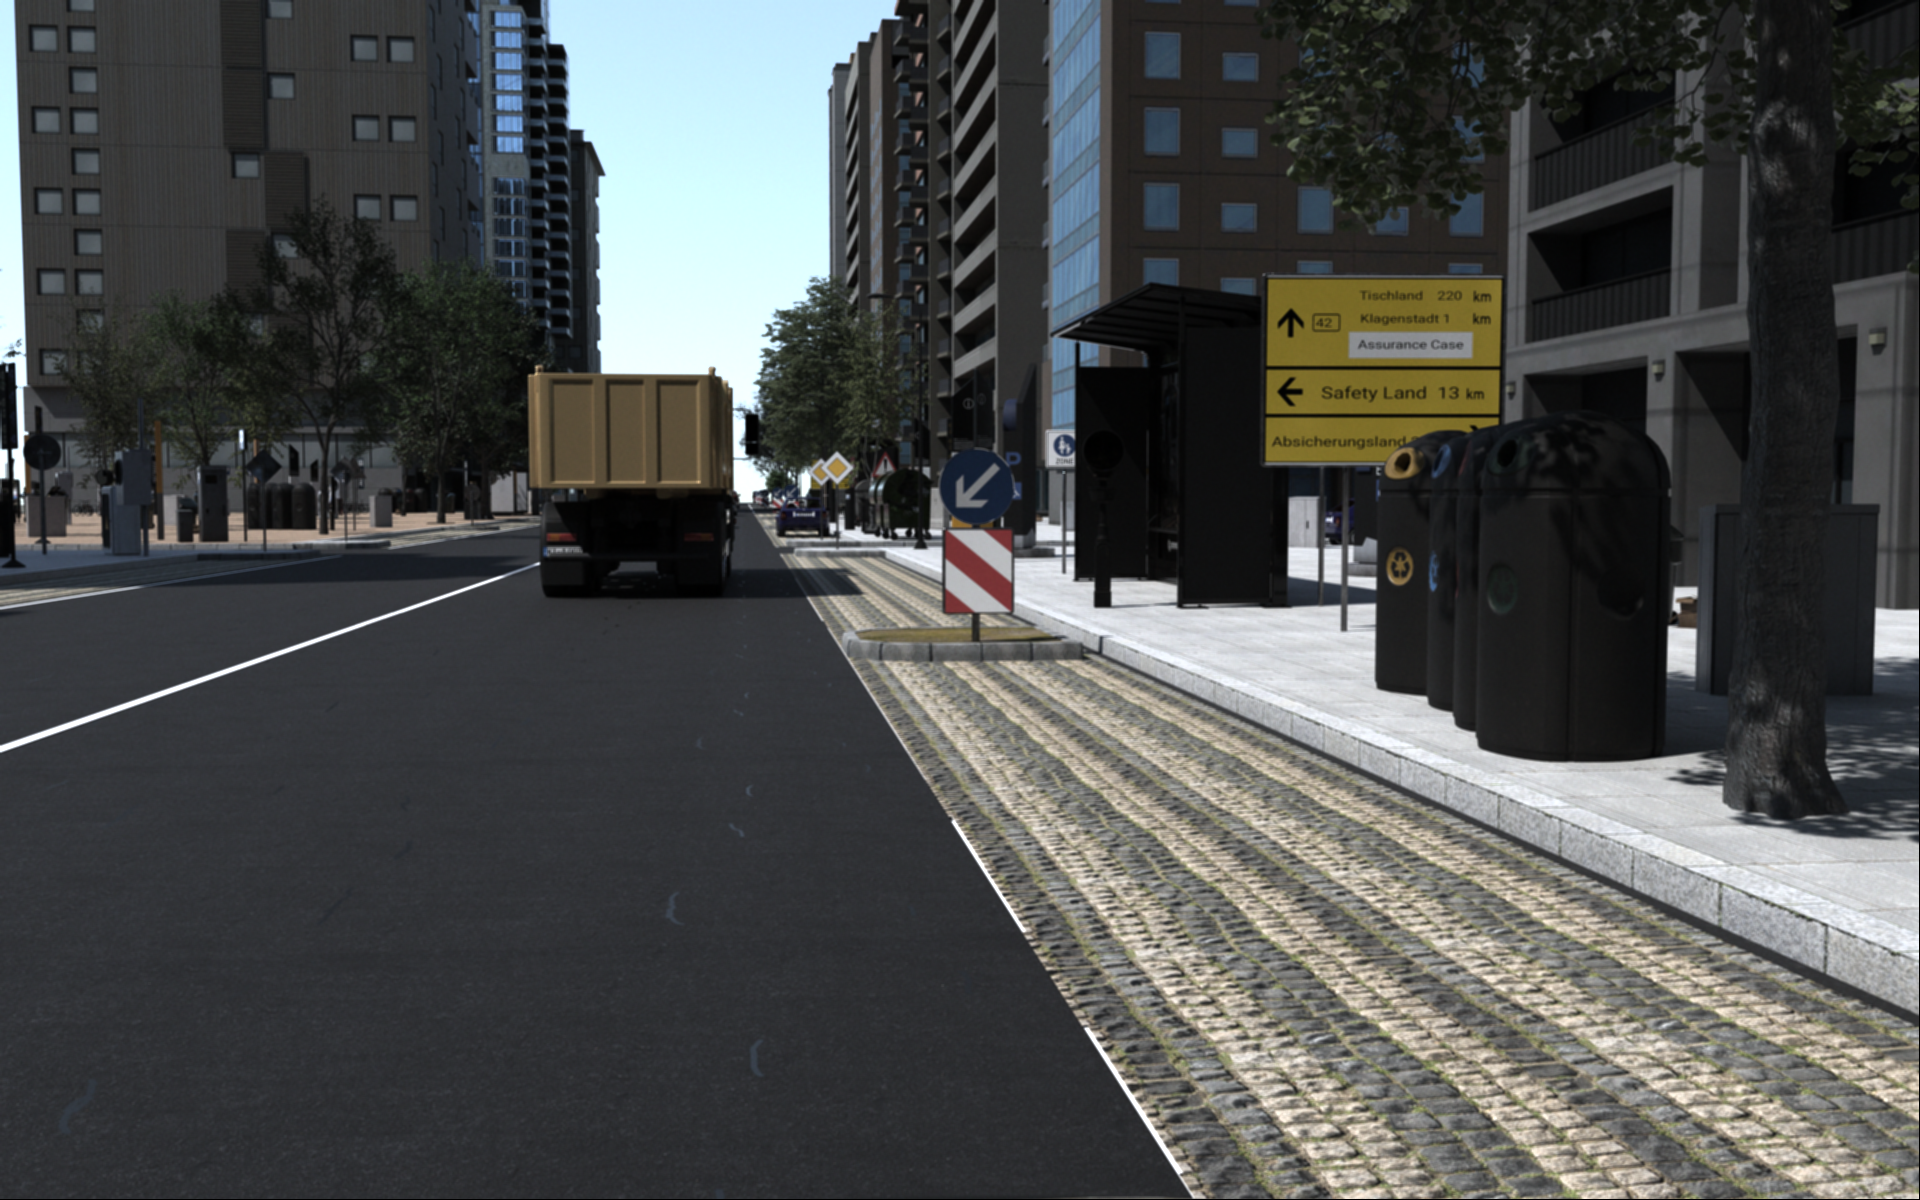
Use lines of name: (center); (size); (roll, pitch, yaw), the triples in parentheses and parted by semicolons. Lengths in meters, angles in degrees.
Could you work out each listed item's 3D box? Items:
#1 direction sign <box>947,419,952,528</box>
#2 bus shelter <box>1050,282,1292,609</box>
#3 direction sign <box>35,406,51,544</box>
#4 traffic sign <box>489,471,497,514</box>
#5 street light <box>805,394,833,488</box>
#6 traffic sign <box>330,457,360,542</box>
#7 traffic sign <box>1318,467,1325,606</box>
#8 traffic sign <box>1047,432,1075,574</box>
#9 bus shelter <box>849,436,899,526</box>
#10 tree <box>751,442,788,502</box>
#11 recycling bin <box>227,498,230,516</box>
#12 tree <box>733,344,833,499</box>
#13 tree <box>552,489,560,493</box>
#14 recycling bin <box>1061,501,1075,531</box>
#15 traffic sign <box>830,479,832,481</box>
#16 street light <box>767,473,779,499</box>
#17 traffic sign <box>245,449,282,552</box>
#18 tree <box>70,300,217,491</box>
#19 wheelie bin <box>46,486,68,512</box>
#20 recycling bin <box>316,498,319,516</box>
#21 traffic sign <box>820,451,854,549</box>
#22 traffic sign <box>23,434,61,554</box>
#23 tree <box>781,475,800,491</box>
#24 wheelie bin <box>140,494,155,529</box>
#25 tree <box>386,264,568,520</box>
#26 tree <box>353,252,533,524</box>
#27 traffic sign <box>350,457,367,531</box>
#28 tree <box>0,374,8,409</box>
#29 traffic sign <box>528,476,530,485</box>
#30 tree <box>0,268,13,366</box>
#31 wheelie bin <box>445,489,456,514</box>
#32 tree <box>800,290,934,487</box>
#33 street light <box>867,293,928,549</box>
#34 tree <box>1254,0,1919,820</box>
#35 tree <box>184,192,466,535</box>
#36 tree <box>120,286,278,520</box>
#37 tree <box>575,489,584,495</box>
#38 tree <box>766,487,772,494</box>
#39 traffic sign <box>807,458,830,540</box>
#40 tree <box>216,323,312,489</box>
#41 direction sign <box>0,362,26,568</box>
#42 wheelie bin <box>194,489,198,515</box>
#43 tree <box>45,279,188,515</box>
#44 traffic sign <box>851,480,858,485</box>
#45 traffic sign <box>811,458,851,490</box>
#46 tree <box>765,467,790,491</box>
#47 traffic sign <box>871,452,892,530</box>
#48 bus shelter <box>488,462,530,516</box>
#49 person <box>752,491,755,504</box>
direction sign: (-0.225, -3.701, 52.500); (0.379, 3.537, 0.876); (1, 4, 20)
bus shelter: (2.565, -1.906, 22.448); (1.731, 3.624, 6.357); (0, 4, -7)
direction sign: (-23.826, -3.235, 44.883); (0.379, 3.537, 0.876); (-1, 4, -19)
traffic sign: (-25.910, -5.838, 95.563); (0.768, 2.556, 0.104); (0, 4, -6)
street light: (-6.519, -6.609, 80.598); (1.470, 5.913, 1.316); (0, 4, -7)
traffic sign: (-16.491, -2.620, 46.478); (0.795, 2.450, 0.064); (0, 4, -7)
traffic sign: (4.127, -1.078, 19.749); (0.606, 2.300, 0.079); (0, 4, -4)
traffic sign: (1.674, -1.571, 27.812); (0.606, 2.300, 0.079); (0, 4, -5)
bus shelter: (-3.641, -5.030, 73.517); (1.731, 3.624, 6.357); (0, 4, -7)
tree: (-29.488, -21.257, 273.302); (9.928, 11.665, 9.643); (0, 3, 0)
recycling bin: (-43.499, -5.467, 101.945); (0.722, 1.027, 0.722); (0, 4, 6)
tree: (-13.377, -14.072, 140.441); (12.009, 13.543, 11.850); (0, 3, 0)
tree: (-27.383, -7.450, 116.410); (1.663, 3.219, 1.824); (0, 3, 0)
recycling bin: (3.900, -2.899, 59.956); (0.722, 1.027, 0.722); (0, 4, -7)
traffic sign: (-5.326, -4.563, 74.708); (0.768, 2.556, 0.104); (0, 4, -7)
street light: (-21.397, -13.833, 198.707); (1.470, 5.913, 1.316); (0, 4, -7)
traffic sign: (-15.492, -2.135, 38.556); (0.795, 2.450, 0.064); (0, 4, -7)
tree: (-32.195, -7.114, 66.676); (4.737, 8.622, 4.395); (0, 3, 0)
wheelie bin: (-36.380, -3.786, 69.804); (0.693, 1.594, 0.980); (0, 4, -2)
recycling bin: (-37.651, -5.374, 100.412); (0.722, 1.027, 0.722); (1, 4, 9)
traffic sign: (-2.845, -2.231, 40.125); (0.795, 2.450, 0.064); (0, 4, -7)
traffic sign: (-19.475, -2.242, 36.770); (0.768, 2.556, 0.104); (0, 4, -7)
tree: (-19.522, -12.331, 196.213); (1.663, 3.219, 1.824); (0, 3, 0)
wheelie bin: (-29.978, -3.399, 63.483); (0.693, 1.594, 0.980); (0, 4, -2)
tree: (-23.767, -10.384, 86.787); (9.611, 12.733, 9.660); (0, 3, 0)
tree: (-22.380, -9.103, 74.596); (9.928, 11.665, 9.643); (0, 3, 0)
traffic sign: (-21.071, -3.682, 60.208); (0.884, 2.594, 0.081); (0, 4, 1)
tree: (-16.660, -2.649, 27.025); (4.285, 4.588, 4.351); (0, 3, 0)
traffic sign: (-28.004, -6.939, 113.565); (0.768, 2.556, 0.104); (0, 4, 2)
tree: (-30.623, -6.241, 52.409); (4.360, 8.622, 3.978); (0, 3, 0)
wheelie bin: (-33.579, -6.474, 113.762); (0.980, 1.594, 0.693); (1, 4, 11)
tree: (-3.136, -6.923, 63.546); (4.737, 8.622, 4.395); (0, 3, 0)
street light: (-1.456, -4.141, 40.251); (1.470, 5.913, 1.316); (0, 4, -7)
tree: (2.955, -5.428, 6.868); (7.486, 12.596, 7.792); (0, 3, 0)
tree: (-20.199, -7.338, 54.383); (8.767, 10.594, 7.601); (0, 4, -7)
tree: (-38.183, -9.890, 87.450); (9.928, 11.665, 9.643); (0, 3, 0)
tree: (-30.992, -9.078, 143.021); (1.663, 3.219, 1.824); (0, 3, 0)
tree: (-27.135, -15.566, 249.108); (1.663, 3.219, 1.824); (0, 3, 0)
traffic sign: (-3.844, -2.716, 48.048); (0.795, 2.450, 0.064); (0, 4, -7)
tree: (-30.398, -7.636, 75.205); (4.737, 8.622, 4.395); (0, 3, 0)
direction sign: (-16.547, -2.335, 30.171); (0.379, 3.537, 0.876); (-3, 5, -44)
wheelie bin: (-45.862, -5.920, 104.699); (0.693, 1.594, 0.980); (2, 4, 28)
tree: (-29.459, -6.717, 60.191); (4.360, 8.622, 3.978); (0, 3, 0)
traffic sign: (-6.274, -6.057, 99.041); (0.884, 2.594, 0.081); (0, 4, -2)
traffic sign: (-7.360, -6.402, 98.550); (2.265, 3.308, 0.079); (0, 4, -5)
tree: (-21.783, -13.683, 207.435); (4.285, 4.588, 4.351); (0, 3, 0)
traffic sign: (-2.281, -3.250, 53.140); (0.884, 2.594, 0.081); (0, 4, 1)
bus shelter: (-26.697, -6.606, 101.926); (2.014, 3.302, 5.546); (0, 4, -7)
person: (-28.961, -14.352, 243.085); (0.705, 1.831, 1.348); (0, 4, 7)
